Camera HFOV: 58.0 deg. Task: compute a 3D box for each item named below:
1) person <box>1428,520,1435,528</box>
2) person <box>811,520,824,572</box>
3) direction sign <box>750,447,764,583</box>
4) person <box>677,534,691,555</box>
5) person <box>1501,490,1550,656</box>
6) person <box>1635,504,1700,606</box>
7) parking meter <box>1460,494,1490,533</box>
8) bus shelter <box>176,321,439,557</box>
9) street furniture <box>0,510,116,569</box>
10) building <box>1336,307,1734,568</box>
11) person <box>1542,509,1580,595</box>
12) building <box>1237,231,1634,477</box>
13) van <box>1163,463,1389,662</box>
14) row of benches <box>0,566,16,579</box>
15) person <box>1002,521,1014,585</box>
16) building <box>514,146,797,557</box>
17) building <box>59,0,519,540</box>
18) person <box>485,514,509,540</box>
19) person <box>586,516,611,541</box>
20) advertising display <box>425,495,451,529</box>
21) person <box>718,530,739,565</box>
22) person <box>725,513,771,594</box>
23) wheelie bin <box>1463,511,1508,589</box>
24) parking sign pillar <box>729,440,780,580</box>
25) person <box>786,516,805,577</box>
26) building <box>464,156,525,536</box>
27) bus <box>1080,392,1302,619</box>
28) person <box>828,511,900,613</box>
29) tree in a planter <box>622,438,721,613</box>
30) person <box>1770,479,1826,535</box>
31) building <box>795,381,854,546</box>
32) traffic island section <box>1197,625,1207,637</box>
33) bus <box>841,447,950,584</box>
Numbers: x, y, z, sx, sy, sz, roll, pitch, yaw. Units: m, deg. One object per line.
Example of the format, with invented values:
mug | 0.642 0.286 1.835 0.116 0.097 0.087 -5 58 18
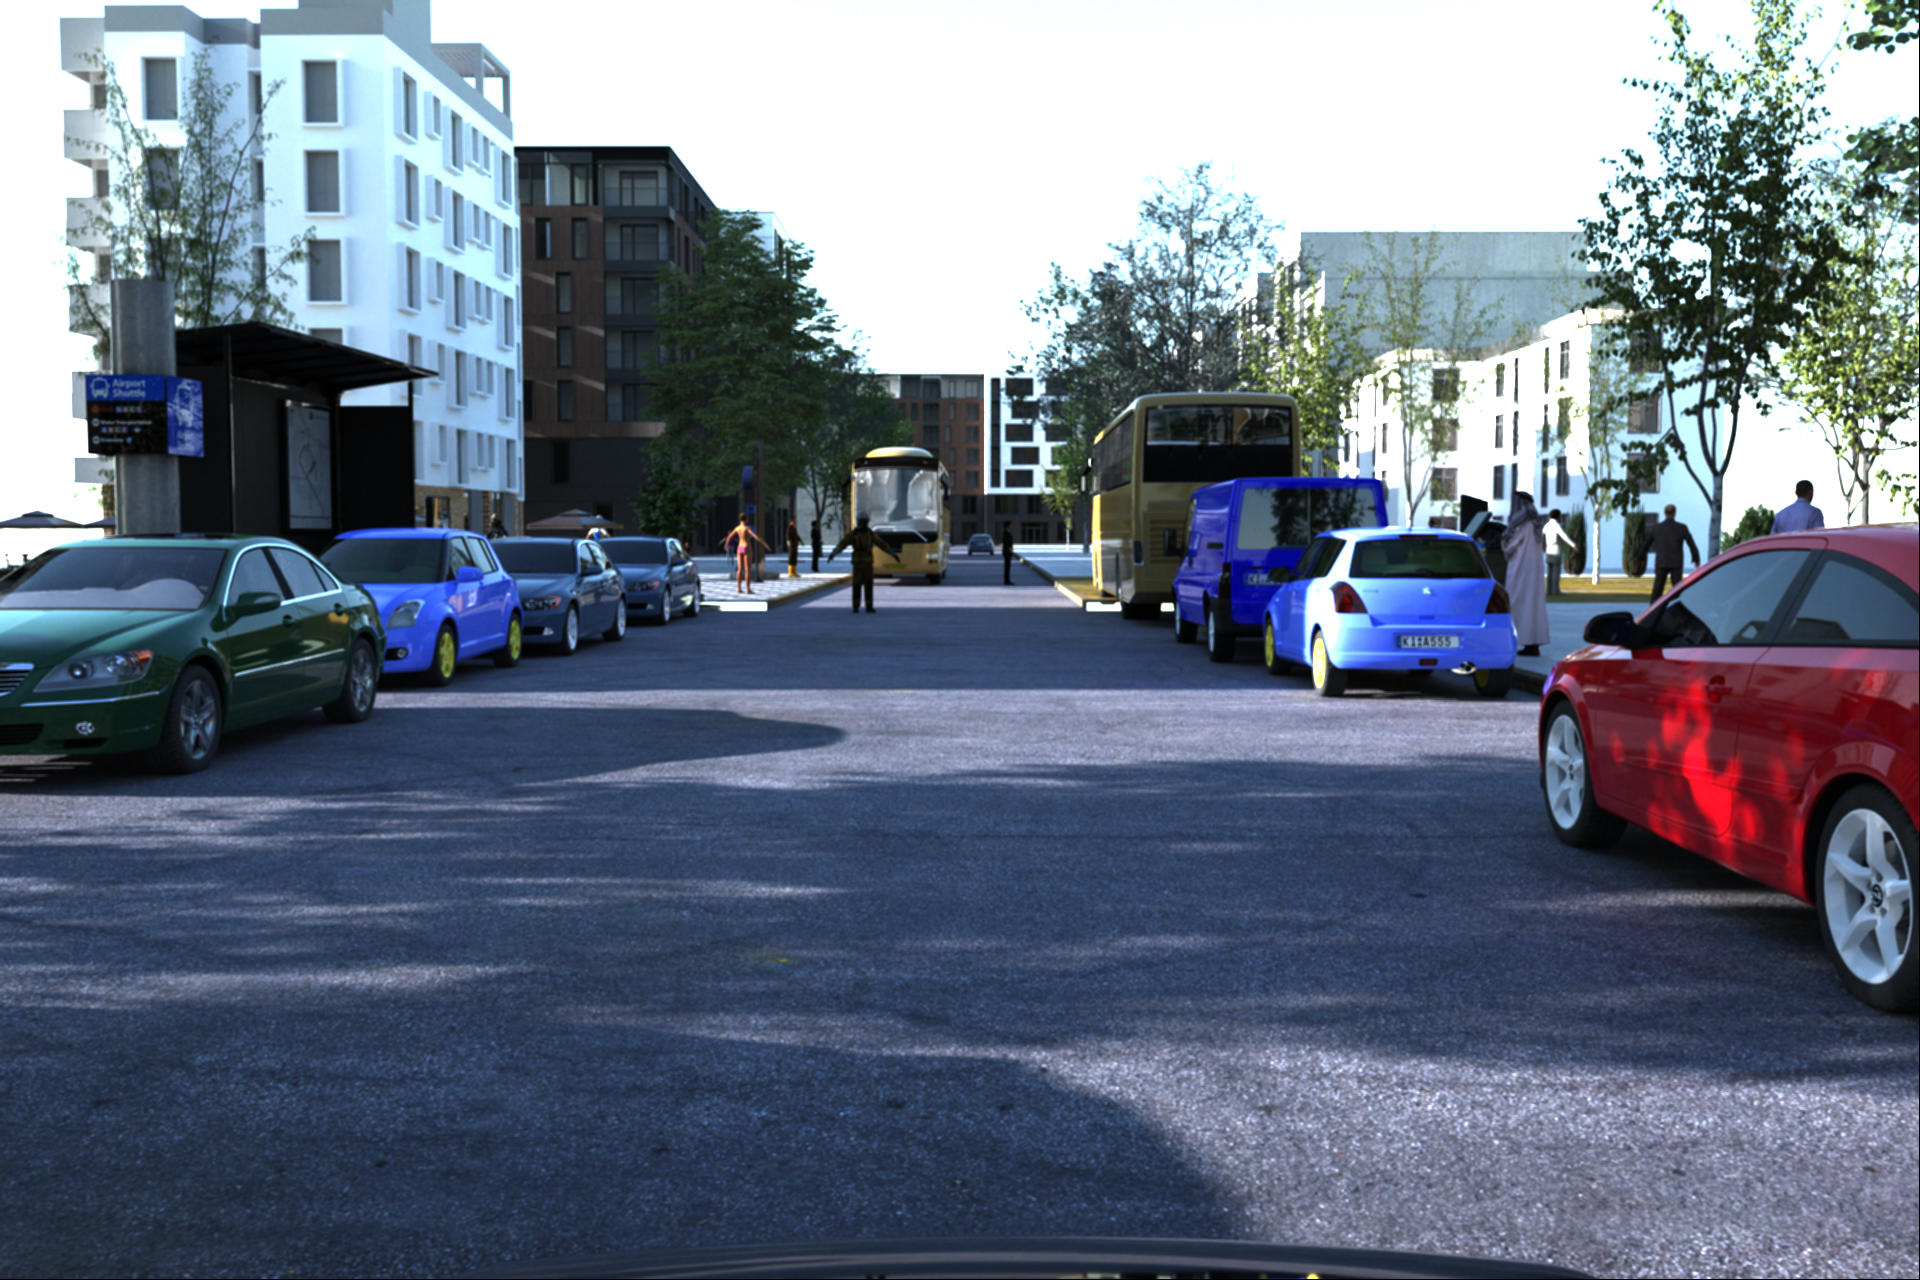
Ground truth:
person | 16.683 -3.372 61.400 0.705 1.796 1.348 3 4 36
person | -4.801 -3.163 58.442 0.721 1.740 1.216 -1 4 -18
direction sign | -5.338 -3.270 45.469 0.379 3.537 0.876 0 4 0
person | -7.562 -2.520 47.421 0.704 1.802 1.346 -2 4 -24
person | 5.917 -0.707 18.276 0.621 1.740 0.551 1 4 22
person | 11.416 -1.304 27.916 0.990 1.755 0.434 2 4 35
parking meter | 7.600 -1.216 25.585 0.399 1.863 0.255 0 4 1
bus shelter | -8.509 -1.894 22.247 1.731 3.624 6.357 0 4 1
street furniture | -31.716 -2.515 46.144 27.439 1.986 14.083 1 4 14
building | 24.278 -8.327 78.295 9.099 9.664 28.070 0 4 1
person | 12.556 -1.854 36.494 0.705 1.806 1.347 -1 4 -16
building | 28.279 -14.884 109.804 16.747 18.905 31.486 0 4 1
van | 3.757 -1.017 21.016 2.240 2.365 5.245 0 4 0
row of benches | -17.883 -1.065 32.874 1.422 0.672 4.104 0 4 1
person | 1.379 -2.466 48.960 0.705 1.806 1.347 0 4 2
building | -25.710 -16.139 107.841 27.936 21.610 32.646 0 4 0
building | -23.170 -12.298 57.485 16.016 20.090 11.380 0 4 1
person | -13.350 -2.692 49.792 1.354 1.856 0.705 3 4 36
person | -10.988 -2.879 52.920 1.347 1.847 0.705 2 4 30
advertising display | -8.832 -1.477 29.358 0.123 1.923 0.974 0 4 1
person | -9.543 -3.832 71.927 0.991 1.433 0.599 0 4 -8
person | -4.612 -1.876 37.470 1.217 1.733 0.721 2 4 30
wheelie bin | 7.309 -0.998 24.228 0.693 1.594 0.980 0 4 1
parking sign pillar | -5.845 -3.713 49.182 1.447 3.967 1.447 0 4 2
person | -4.934 -2.776 51.518 0.704 1.812 1.346 1 4 13
building | -26.988 -13.296 73.810 16.016 20.090 11.380 0 4 1
bus | 3.964 -2.471 31.955 2.896 3.916 12.252 0 4 1
person | -1.768 -1.430 31.613 1.354 1.858 0.705 -1 4 -16
tree in a planter | -5.527 -2.143 32.268 1.991 3.239 1.994 0 4 1
person | 8.705 -0.726 17.781 0.599 1.838 0.709 -2 4 -32
building | -21.908 -22.316 195.799 19.493 23.208 18.063 0 4 0
traffic island section | 4.149 -0.125 24.903 1.991 0.108 1.994 0 4 1
bus | -1.678 -3.747 52.805 2.896 3.916 12.252 0 4 1
